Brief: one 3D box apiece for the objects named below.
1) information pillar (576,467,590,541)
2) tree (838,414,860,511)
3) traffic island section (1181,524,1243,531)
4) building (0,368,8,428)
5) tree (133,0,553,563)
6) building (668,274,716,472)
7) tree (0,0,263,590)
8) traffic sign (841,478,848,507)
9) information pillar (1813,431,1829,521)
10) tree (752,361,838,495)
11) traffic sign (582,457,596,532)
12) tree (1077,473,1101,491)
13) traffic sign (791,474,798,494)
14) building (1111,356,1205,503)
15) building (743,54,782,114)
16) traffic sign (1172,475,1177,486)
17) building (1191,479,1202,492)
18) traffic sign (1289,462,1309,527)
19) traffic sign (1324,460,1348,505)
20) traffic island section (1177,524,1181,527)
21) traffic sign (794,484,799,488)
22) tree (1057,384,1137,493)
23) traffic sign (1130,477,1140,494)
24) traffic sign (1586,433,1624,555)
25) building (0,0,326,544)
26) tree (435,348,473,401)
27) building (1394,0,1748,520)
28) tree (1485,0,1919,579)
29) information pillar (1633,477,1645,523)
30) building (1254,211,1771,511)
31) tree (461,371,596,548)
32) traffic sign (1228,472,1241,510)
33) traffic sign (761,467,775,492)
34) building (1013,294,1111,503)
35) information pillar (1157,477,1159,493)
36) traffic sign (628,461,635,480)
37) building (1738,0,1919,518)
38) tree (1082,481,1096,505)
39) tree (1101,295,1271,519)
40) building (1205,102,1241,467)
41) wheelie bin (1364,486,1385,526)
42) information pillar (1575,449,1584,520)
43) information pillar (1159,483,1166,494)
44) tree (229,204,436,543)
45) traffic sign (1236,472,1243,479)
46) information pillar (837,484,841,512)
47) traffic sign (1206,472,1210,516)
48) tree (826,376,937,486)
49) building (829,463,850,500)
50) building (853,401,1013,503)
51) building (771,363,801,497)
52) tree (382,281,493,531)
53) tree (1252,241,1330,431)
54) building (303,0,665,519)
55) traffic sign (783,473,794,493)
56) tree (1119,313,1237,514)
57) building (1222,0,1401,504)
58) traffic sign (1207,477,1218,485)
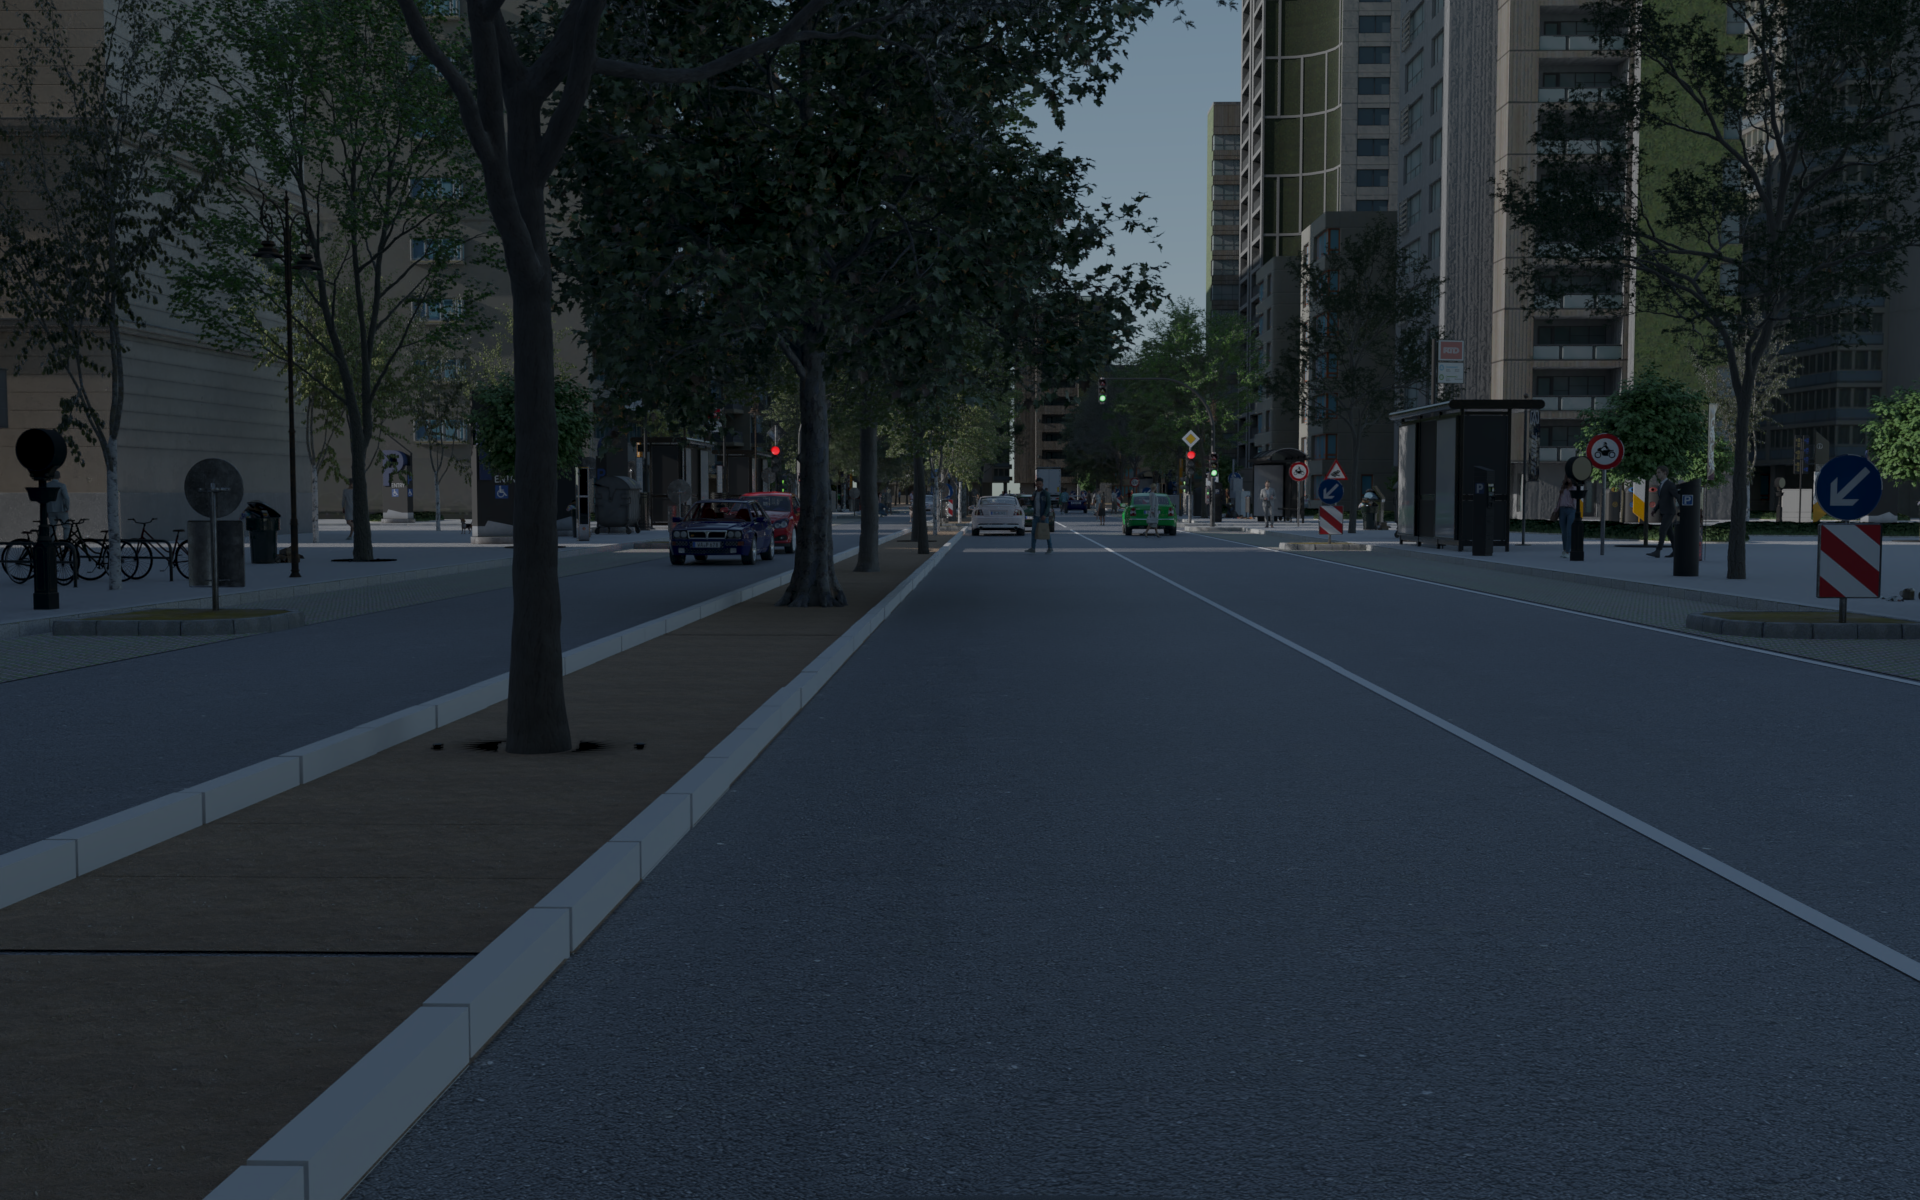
[{"bbox_3d":[-10.307,-2.618,47.299,0.304,2.012,0.304,-2,4,-24],"label":"information pillar"},{"bbox_3d":[-8.963,-11.191,133.329,4.360,8.622,3.978,0,3,0],"label":"tree"},{"bbox_3d":[9.899,-2.788,67.861,2.009,0.180,2.903,0,4,1],"label":"traffic island section"},{"bbox_3d":[-29.078,-14.348,28.092,14.314,27.812,24.014,0,4,1],"label":"building"},{"bbox_3d":[-11.434,-6.543,32.733,9.928,11.665,9.643,0,3,0],"label":"tree"},{"bbox_3d":[-31.068,-31.264,130.779,23.786,49.044,30.456,0,4,1],"label":"building"},{"bbox_3d":[-11.563,-4.437,22.912,4.360,8.622,3.978,0,3,0],"label":"tree"},{"bbox_3d":[-9.118,-8.409,137.489,0.884,2.594,0.081,1,4,8],"label":"traffic sign"},{"bbox_3d":[32.012,-4.468,64.414,0.504,3.616,0.183,1,4,9],"label":"information pillar"},{"bbox_3d":[-8.981,-8.668,92.078,4.360,8.622,3.978,0,3,0],"label":"tree"},{"bbox_3d":[-12.681,-3.612,59.167,0.768,2.556,0.104,0,4,2],"label":"traffic sign"},{"bbox_3d":[16.699,-14.704,224.121,4.285,4.588,4.351,0,3,0],"label":"tree"},{"bbox_3d":[-10.290,-6.544,107.098,0.768,2.556,0.104,0,4,6],"label":"traffic sign"},{"bbox_3d":[36.462,-25.351,259.533,28.899,21.520,27.650,0,4,1],"label":"building"},{"bbox_3d":[-28.841,-31.275,165.973,22.147,44.769,28.867,0,4,1],"label":"building"},{"bbox_3d":[14.642,-7.123,116.559,0.768,2.556,0.104,0,4,3],"label":"traffic sign"},{"bbox_3d":[42.451,-31.233,202.537,32.217,40.220,23.993,0,4,1],"label":"building"},{"bbox_3d":[13.372,-4.175,68.374,0.768,2.556,0.104,0,4,7],"label":"traffic sign"},{"bbox_3d":[14.153,-3.990,65.238,0.884,2.594,0.081,0,4,4],"label":"traffic sign"},{"bbox_3d":[10.092,-3.276,75.844,2.009,0.180,2.903,0,4,1],"label":"traffic island section"},{"bbox_3d":[-11.621,-7.493,124.637,0.606,2.300,0.079,0,4,2],"label":"traffic sign"},{"bbox_3d":[15.672,-17.708,196.188,9.857,13.997,8.962,0,3,0],"label":"tree"},{"bbox_3d":[13.374,-8.099,132.530,0.768,2.556,0.104,0,4,7],"label":"traffic sign"},{"bbox_3d":[13.480,-2.212,36.276,0.768,2.556,0.104,1,4,9],"label":"traffic sign"},{"bbox_3d":[-32.607,-16.101,50.635,23.554,28.519,14.401,0,4,1],"label":"building"},{"bbox_3d":[-17.773,-6.185,51.483,4.737,8.622,4.395,0,3,0],"label":"tree"},{"bbox_3d":[31.628,-24.947,91.478,14.086,41.232,14.154,0,4,1],"label":"building"},{"bbox_3d":[11.456,-5.582,25.681,7.601,10.594,8.767,-3,4,-39],"label":"tree"},{"bbox_3d":[26.486,-4.651,67.392,0.504,3.616,0.183,1,4,9],"label":"information pillar"},{"bbox_3d":[36.476,-16.830,120.215,27.650,21.520,28.899,0,4,1],"label":"building"},{"bbox_3d":[-10.201,-3.516,41.203,4.285,4.588,4.351,0,3,0],"label":"tree"},{"bbox_3d":[16.082,-6.198,101.435,0.768,2.556,0.104,0,4,7],"label":"traffic sign"},{"bbox_3d":[-9.141,-5.064,82.898,0.768,2.556,0.104,0,4,7],"label":"traffic sign"},{"bbox_3d":[14.772,-29.363,251.781,14.107,30.474,14.160,0,4,1],"label":"building"},{"bbox_3d":[14.889,-8.506,130.431,0.183,3.616,0.504,0,4,-2],"label":"information pillar"},{"bbox_3d":[-12.611,-4.065,66.561,0.768,2.556,0.104,1,4,9],"label":"traffic sign"},{"bbox_3d":[58.844,-24.868,98.469,23.993,40.220,32.217,0,4,1],"label":"building"},{"bbox_3d":[15.930,-13.258,211.367,1.663,3.219,1.824,0,3,0],"label":"tree"},{"bbox_3d":[12.780,-10.123,91.270,9.928,11.665,9.643,0,3,0],"label":"tree"},{"bbox_3d":[32.913,-30.589,183.727,14.154,41.232,14.086,0,4,1],"label":"building"},{"bbox_3d":[15.796,-3.554,66.009,0.693,1.594,0.980,2,4,25],"label":"wheelie bin"},{"bbox_3d":[27.705,-5.266,77.457,0.504,3.616,0.183,-2,4,-29],"label":"information pillar"},{"bbox_3d":[13.591,-6.834,116.223,0.304,2.012,0.304,-2,4,-31],"label":"information pillar"},{"bbox_3d":[-16.617,-5.795,45.116,4.737,8.622,4.395,0,3,0],"label":"tree"},{"bbox_3d":[16.407,-6.303,102.779,0.795,2.593,0.064,0,4,7],"label":"traffic sign"},{"bbox_3d":[-8.791,-7.419,125.796,0.304,2.012,0.304,-1,4,-9],"label":"information pillar"},{"bbox_3d":[14.242,-6.048,98.990,0.768,2.556,0.104,1,4,9],"label":"traffic sign"},{"bbox_3d":[-7.760,-14.766,148.087,9.857,13.997,8.962,0,3,0],"label":"tree"},{"bbox_3d":[-30.576,-36.864,257.353,28.867,44.769,22.147,0,4,1],"label":"building"},{"bbox_3d":[-4.039,-34.845,261.592,23.993,40.220,32.217,0,4,1],"label":"building"},{"bbox_3d":[-29.659,-31.109,200.506,23.993,40.220,32.217,0,4,1],"label":"building"},{"bbox_3d":[-18.069,-6.688,59.706,4.360,8.622,3.978,0,3,0],"label":"tree"},{"bbox_3d":[13.168,-7.465,56.459,7.601,10.594,8.767,-1,4,-17],"label":"tree"},{"bbox_3d":[-29.074,-28.934,96.772,21.300,48.544,21.600,0,4,1],"label":"building"},{"bbox_3d":[-10.132,-6.213,101.692,0.768,2.556,0.104,0,4,3],"label":"traffic sign"},{"bbox_3d":[13.699,-11.633,108.332,7.486,12.596,7.792,0,3,0],"label":"tree"},{"bbox_3d":[36.142,-44.452,165.043,20.563,71.187,20.611,0,4,1],"label":"building"},{"bbox_3d":[12.658,-5.188,86.959,0.606,2.300,0.079,0,4,5],"label":"traffic sign"}]
